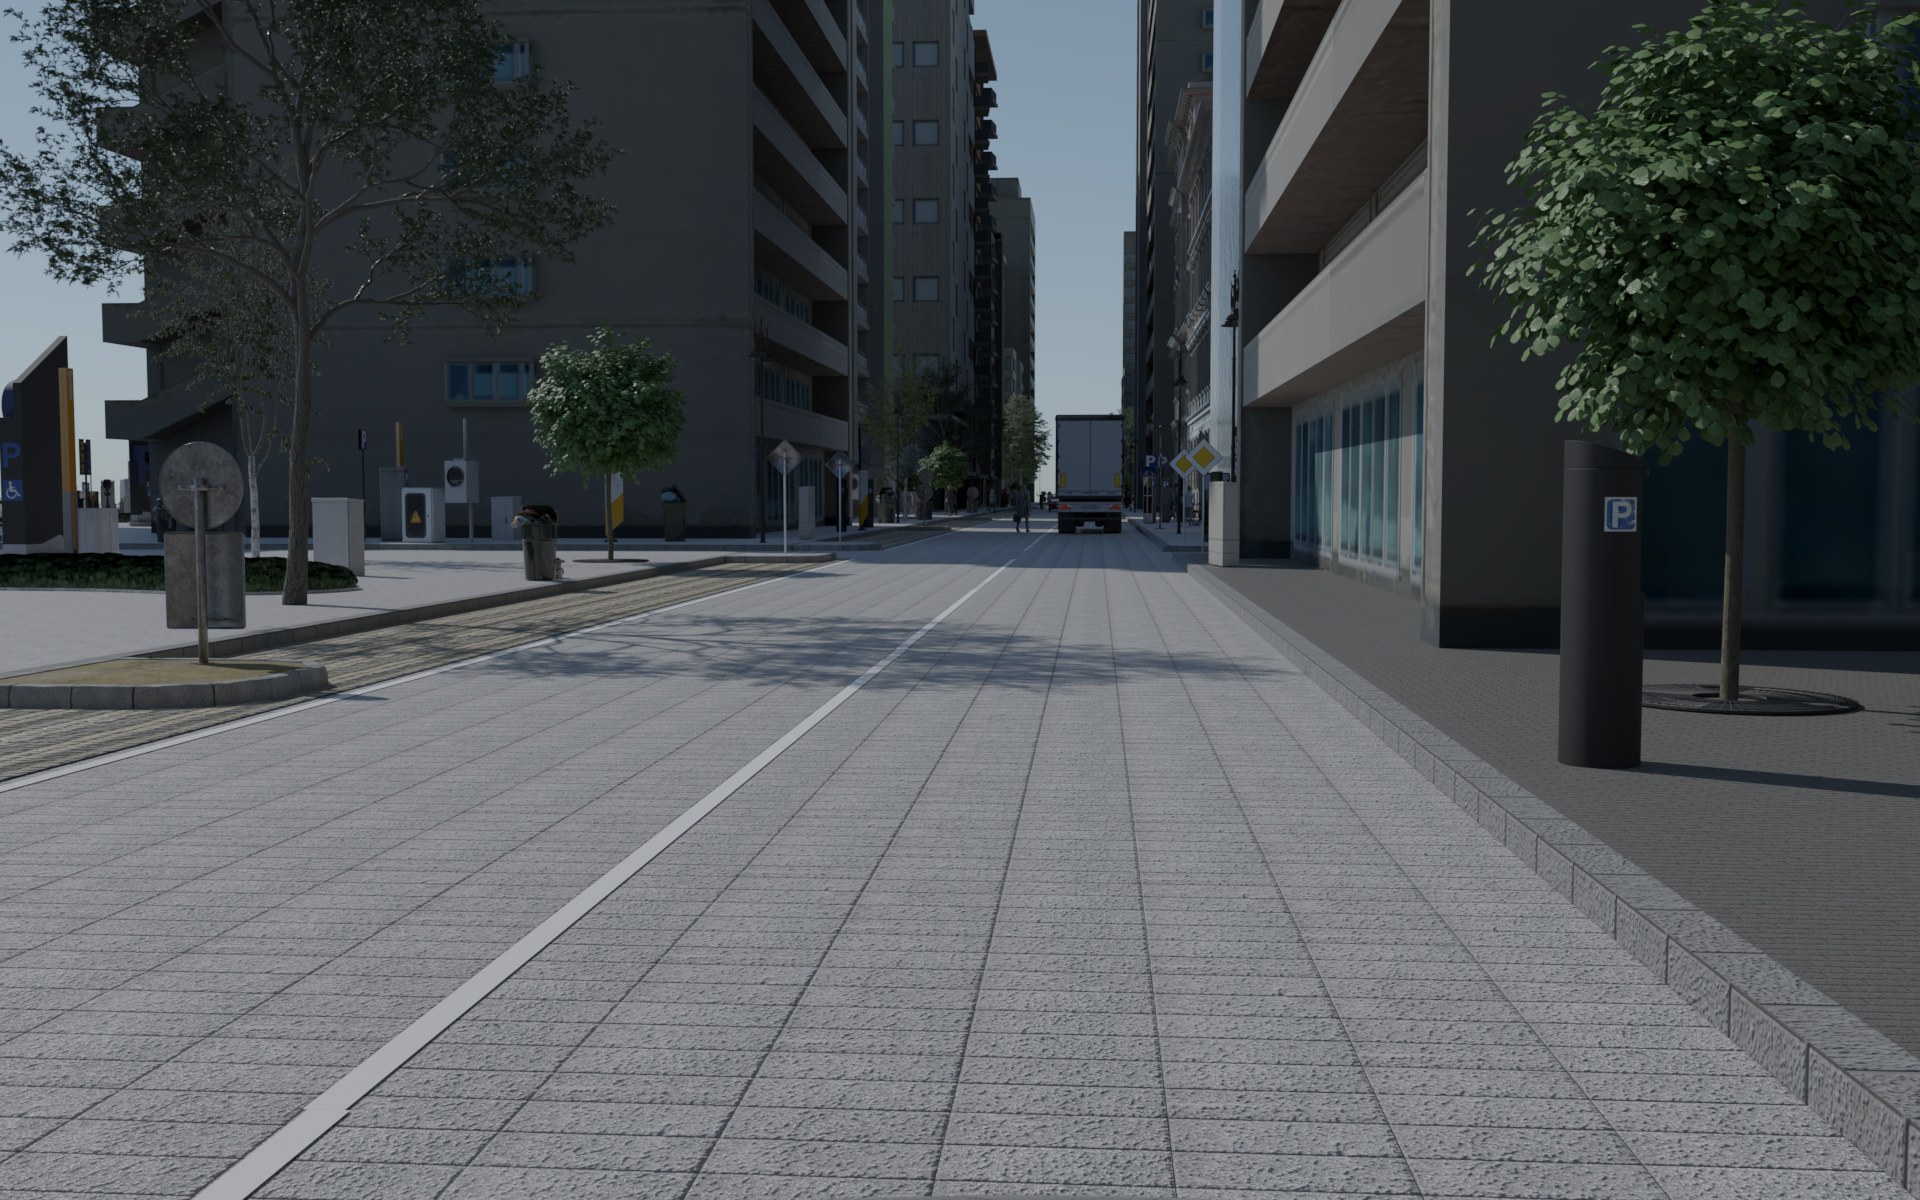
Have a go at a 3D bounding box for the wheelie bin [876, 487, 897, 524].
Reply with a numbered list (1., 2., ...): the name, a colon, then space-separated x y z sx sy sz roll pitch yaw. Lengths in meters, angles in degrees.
1. wheelie bin: -3.165 -4.128 75.405 0.980 1.594 0.693 -3 5 -41

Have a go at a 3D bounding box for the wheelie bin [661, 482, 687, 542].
1. wheelie bin: -7.729 -2.379 46.805 0.693 1.594 0.980 -1 4 -11

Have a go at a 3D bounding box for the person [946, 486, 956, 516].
1. person: -0.535 -5.724 100.053 0.534 1.772 0.576 3 4 37

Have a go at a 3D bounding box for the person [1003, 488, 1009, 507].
1. person: 4.309 -9.852 167.067 0.705 1.831 1.348 2 4 26

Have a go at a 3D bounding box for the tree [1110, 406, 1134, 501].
1. tree: 19.046 -17.023 204.073 9.928 11.665 9.643 0 3 0

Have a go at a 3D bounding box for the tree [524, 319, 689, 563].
1. tree: -6.638 -3.006 32.870 4.285 4.588 4.351 0 3 0

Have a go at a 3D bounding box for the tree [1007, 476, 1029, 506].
1. tree: 6.080 -11.813 187.749 1.663 3.219 1.824 0 3 0

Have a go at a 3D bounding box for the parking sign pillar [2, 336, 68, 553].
1. parking sign pillar: -15.439 -2.475 28.937 1.447 3.967 1.447 0 4 6

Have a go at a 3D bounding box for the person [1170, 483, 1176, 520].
1. person: 10.343 -4.810 84.707 0.620 1.820 0.660 2 4 25

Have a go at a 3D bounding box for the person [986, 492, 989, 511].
1. person: 2.149 -7.698 135.167 0.557 1.426 1.065 0 4 3

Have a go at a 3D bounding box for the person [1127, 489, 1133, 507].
1. person: 16.989 -10.274 174.011 0.705 1.826 1.348 -1 4 -16

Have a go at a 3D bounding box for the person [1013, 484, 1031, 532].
1. person: 2.393 -3.478 65.466 0.694 1.812 0.767 -2 4 -25

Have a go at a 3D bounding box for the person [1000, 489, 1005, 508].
1. person: 3.927 -9.292 158.767 0.445 1.727 0.742 0 4 -2

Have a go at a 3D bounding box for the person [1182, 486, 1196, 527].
1. person: 8.839 -3.610 66.874 0.589 1.601 0.330 2 4 33

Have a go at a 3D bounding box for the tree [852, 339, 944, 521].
1. tree: -2.772 -8.041 81.833 4.737 8.622 4.395 0 3 0

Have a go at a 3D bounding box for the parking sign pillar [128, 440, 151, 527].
1. parking sign pillar: -32.314 -4.918 68.881 1.447 3.967 1.447 2 4 30

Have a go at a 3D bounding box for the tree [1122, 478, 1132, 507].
1. tree: 17.969 -12.123 192.809 1.663 3.219 1.824 0 3 0

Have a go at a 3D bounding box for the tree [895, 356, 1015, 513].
1. tree: -0.525 -11.101 115.914 8.767 10.594 7.601 -1 4 -8

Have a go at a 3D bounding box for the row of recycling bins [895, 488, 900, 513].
1. row of recycling bins: -4.785 -6.518 113.690 1.069 1.692 3.534 1 4 14

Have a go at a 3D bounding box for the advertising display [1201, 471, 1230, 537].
1. advertising display: 7.693 -2.868 52.113 0.974 1.923 0.123 -2 4 -27

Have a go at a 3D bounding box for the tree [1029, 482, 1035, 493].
1. tree: 8.937 -14.052 224.354 1.663 3.219 1.824 0 3 0

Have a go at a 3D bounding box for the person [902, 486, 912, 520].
1. person: -2.657 -4.814 85.762 0.512 1.701 0.522 1 4 18

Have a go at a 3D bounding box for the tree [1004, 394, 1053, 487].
1. tree: 7.006 -17.017 196.347 7.486 12.596 7.792 0 3 0

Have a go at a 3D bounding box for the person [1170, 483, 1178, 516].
1. person: 10.193 -4.657 82.283 0.778 1.811 0.616 1 4 21

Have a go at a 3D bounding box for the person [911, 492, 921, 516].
1. person: -2.593 -5.728 99.820 0.709 1.813 0.853 -3 5 -41

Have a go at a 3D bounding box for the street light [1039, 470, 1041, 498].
1. street light: 12.293 -17.974 266.660 0.468 5.910 1.993 0 4 4

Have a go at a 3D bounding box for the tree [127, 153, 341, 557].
1. tree: -14.160 -5.139 34.389 4.360 8.622 3.978 0 3 0

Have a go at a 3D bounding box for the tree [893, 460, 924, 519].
1. tree: -2.772 -5.859 90.399 1.663 3.219 1.824 0 3 0

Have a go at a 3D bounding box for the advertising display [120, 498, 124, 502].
1. advertising display: -60.050 -7.286 124.332 0.123 1.923 0.974 0 4 -6

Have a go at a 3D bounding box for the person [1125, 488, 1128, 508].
1. person: 14.944 -9.184 156.162 0.705 1.831 1.348 -1 4 -8

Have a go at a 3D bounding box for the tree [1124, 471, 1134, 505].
1. tree: 19.484 -13.938 211.599 4.285 4.588 4.351 0 3 0

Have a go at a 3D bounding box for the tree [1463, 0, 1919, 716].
1. tree: 4.687 -1.646 10.623 4.285 4.588 4.351 0 3 0

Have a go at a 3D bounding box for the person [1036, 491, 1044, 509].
1. person: 7.513 -9.379 162.648 0.742 1.727 0.445 0 4 -2

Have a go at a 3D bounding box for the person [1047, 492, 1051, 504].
1. person: 12.158 -13.983 237.794 0.551 1.740 0.621 -3 5 -42

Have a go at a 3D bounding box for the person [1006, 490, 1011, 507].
1. person: 4.744 -10.112 172.106 0.721 1.736 1.217 -2 4 -25

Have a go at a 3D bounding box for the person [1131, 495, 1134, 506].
1. person: 18.446 -10.630 183.078 0.697 1.427 0.421 -1 4 -15

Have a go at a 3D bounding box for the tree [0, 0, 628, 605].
1. tree: -7.415 -5.231 19.942 7.601 10.594 8.767 -2 4 -29

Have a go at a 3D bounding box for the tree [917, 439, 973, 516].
1. tree: -0.774 -7.340 103.717 4.285 4.588 4.351 0 3 0

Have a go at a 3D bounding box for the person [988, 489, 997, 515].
1. person: 2.168 -6.711 118.412 0.728 1.800 0.709 -2 4 -34

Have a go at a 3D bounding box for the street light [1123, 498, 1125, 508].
1. street light: 15.460 -11.651 163.277 0.468 5.910 1.993 0 4 4
